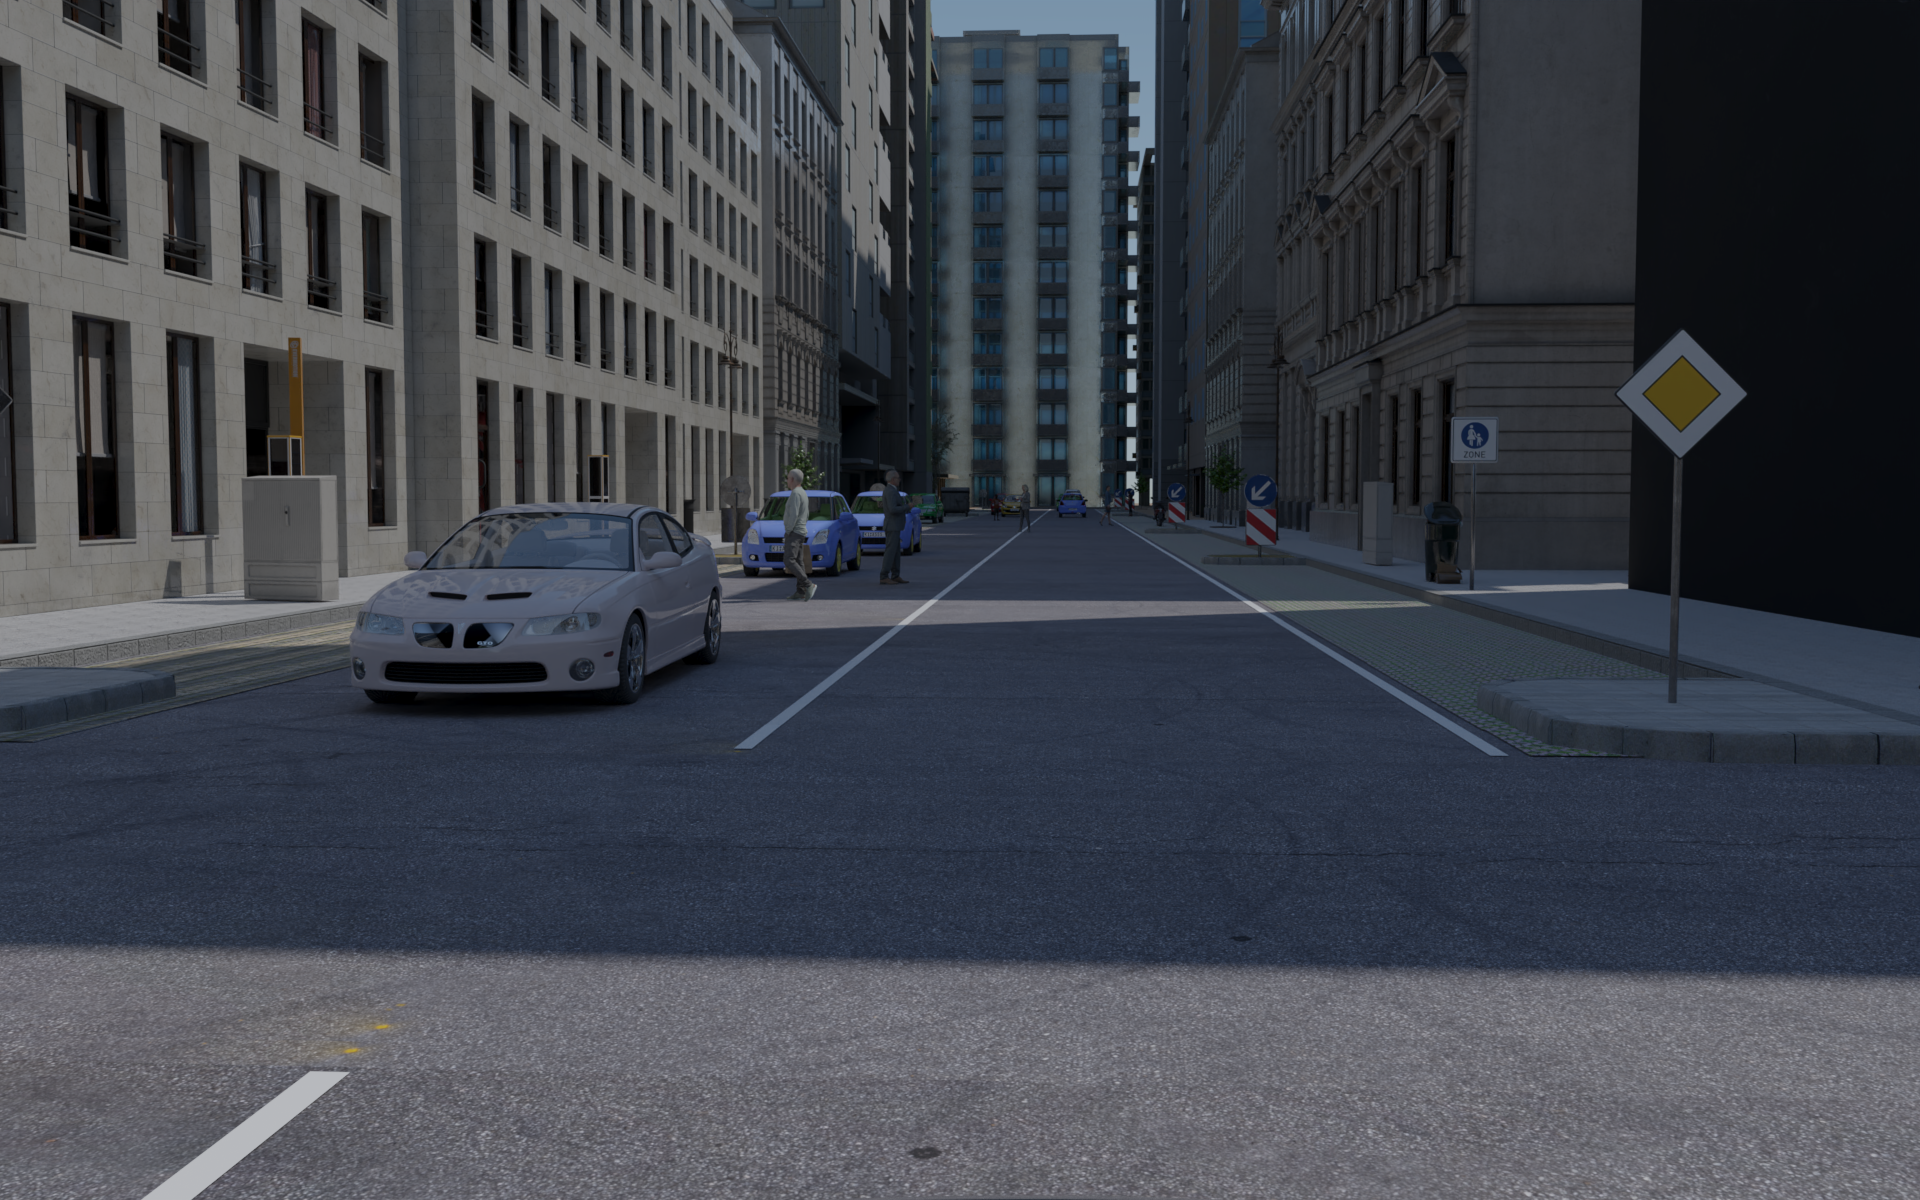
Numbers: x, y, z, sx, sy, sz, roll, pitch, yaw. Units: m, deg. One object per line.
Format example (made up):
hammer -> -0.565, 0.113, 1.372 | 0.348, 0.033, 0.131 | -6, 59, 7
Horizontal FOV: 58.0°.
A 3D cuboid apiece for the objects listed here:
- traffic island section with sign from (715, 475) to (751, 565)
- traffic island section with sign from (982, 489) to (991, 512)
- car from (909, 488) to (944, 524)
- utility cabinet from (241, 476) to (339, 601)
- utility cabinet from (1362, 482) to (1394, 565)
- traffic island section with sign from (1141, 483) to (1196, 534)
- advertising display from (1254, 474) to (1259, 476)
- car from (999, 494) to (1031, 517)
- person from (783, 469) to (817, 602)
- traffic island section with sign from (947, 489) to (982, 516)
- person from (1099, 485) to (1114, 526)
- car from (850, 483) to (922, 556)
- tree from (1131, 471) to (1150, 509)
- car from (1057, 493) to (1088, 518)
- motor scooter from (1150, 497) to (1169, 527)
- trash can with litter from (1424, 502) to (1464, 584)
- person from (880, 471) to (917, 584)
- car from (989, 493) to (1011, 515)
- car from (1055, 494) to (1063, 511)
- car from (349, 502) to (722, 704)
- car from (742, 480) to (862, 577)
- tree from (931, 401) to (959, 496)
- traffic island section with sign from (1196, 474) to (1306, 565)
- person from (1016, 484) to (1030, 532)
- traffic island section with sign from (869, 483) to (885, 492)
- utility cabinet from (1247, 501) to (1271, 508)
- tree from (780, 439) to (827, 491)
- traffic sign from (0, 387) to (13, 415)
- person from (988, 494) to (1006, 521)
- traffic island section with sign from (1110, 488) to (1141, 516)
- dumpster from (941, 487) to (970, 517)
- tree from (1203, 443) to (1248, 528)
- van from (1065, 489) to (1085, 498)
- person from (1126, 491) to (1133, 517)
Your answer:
traffic island section with sign -> -4.687, -1.667, 35.883 | 1.989, 1.847, 2.006 | 0, 4, 4
traffic island section with sign -> 1.927, -8.022, 139.784 | 1.989, 1.847, 2.006 | 0, 4, 4
car -> -1.821, -4.627, 84.447 | 1.959, 1.807, 4.718 | 0, 4, 5
utility cabinet -> -8.029, -0.738, 20.737 | 1.173, 1.500, 0.318 | 1, 4, 21
utility cabinet -> 7.587, -1.390, 31.409 | 0.318, 1.500, 1.173 | 0, 4, 2
traffic island section with sign -> 7.731, -3.328, 63.048 | 1.989, 1.847, 2.006 | 0, 4, 4
advertising display -> 9.716, -3.143, 56.605 | 0.123, 1.923, 0.974 | 0, 4, 3
car -> 3.464, -6.029, 108.798 | 2.015, 1.641, 3.980 | 0, 4, 3
person -> -2.153, -0.881, 23.387 | 0.515, 1.767, 0.782 | 0, 4, 4
traffic island section with sign -> 0.222, -6.376, 112.883 | 1.989, 1.847, 2.006 | 0, 4, 4
person -> 6.667, -4.290, 78.671 | 0.654, 1.822, 0.581 | 1, 4, 20
car -> -1.866, -1.951, 41.489 | 1.945, 1.707, 3.694 | 0, 4, 3
tree -> 15.187, -9.267, 146.124 | 1.663, 3.219, 1.824 | 0, 3, 0
car -> 6.904, -5.926, 106.483 | 1.945, 1.707, 3.694 | 0, 4, 3
motor scooter -> 8.831, -3.904, 76.608 | 0.815, 1.314, 1.986 | 0, 4, 4
trash can with litter -> 7.086, -0.839, 25.108 | 0.624, 1.170, 1.055 | 0, 4, 3
person -> -0.990, -1.154, 27.547 | 0.590, 1.801, 0.661 | -1, 4, -9
car -> 3.068, -6.701, 118.602 | 2.155, 1.783, 4.494 | 0, 4, 4
car -> 8.888, -8.255, 143.759 | 1.959, 1.807, 4.718 | 0, 4, 3
car -> -3.056, -0.060, 13.348 | 2.083, 1.381, 4.827 | 0, 4, 3
car -> -2.824, -1.325, 31.253 | 1.945, 1.707, 3.694 | 0, 4, 5
tree -> -2.066, -11.364, 136.155 | 4.360, 8.622, 3.978 | 0, 3, 0
traffic island section with sign -> 5.983, -1.648, 35.570 | 1.989, 1.847, 2.006 | 0, 4, 4
person -> 2.402, -3.438, 64.892 | 0.526, 1.800, 0.537 | -2, 4, -24
traffic island section with sign -> -2.949, -3.327, 63.025 | 1.989, 1.847, 2.006 | 0, 4, 4
utility cabinet -> 8.646, -2.382, 50.114 | 0.306, 1.237, 1.020 | -1, 4, -17
tree -> -5.527, -4.085, 61.390 | 1.663, 3.219, 1.824 | 0, 3, 0
traffic sign -> -6.548, -0.467, 11.286 | 0.795, 2.450, 0.064 | 0, 4, 4
person -> 1.984, -5.020, 93.837 | 1.065, 1.426, 0.557 | -2, 4, -25
traffic island section with sign -> 10.868, -6.340, 112.284 | 1.989, 1.847, 2.006 | 0, 4, 4
dumpster -> -0.290, -6.131, 108.453 | 1.865, 1.857, 1.264 | 0, 4, 4
tree -> 10.168, -4.364, 65.957 | 1.663, 3.219, 1.824 | 0, 3, 0
van -> 10.175, -9.087, 155.586 | 2.013, 2.044, 4.112 | 0, 4, 6
person -> 10.754, -6.100, 109.712 | 0.415, 1.643, 0.593 | 0, 4, 3
